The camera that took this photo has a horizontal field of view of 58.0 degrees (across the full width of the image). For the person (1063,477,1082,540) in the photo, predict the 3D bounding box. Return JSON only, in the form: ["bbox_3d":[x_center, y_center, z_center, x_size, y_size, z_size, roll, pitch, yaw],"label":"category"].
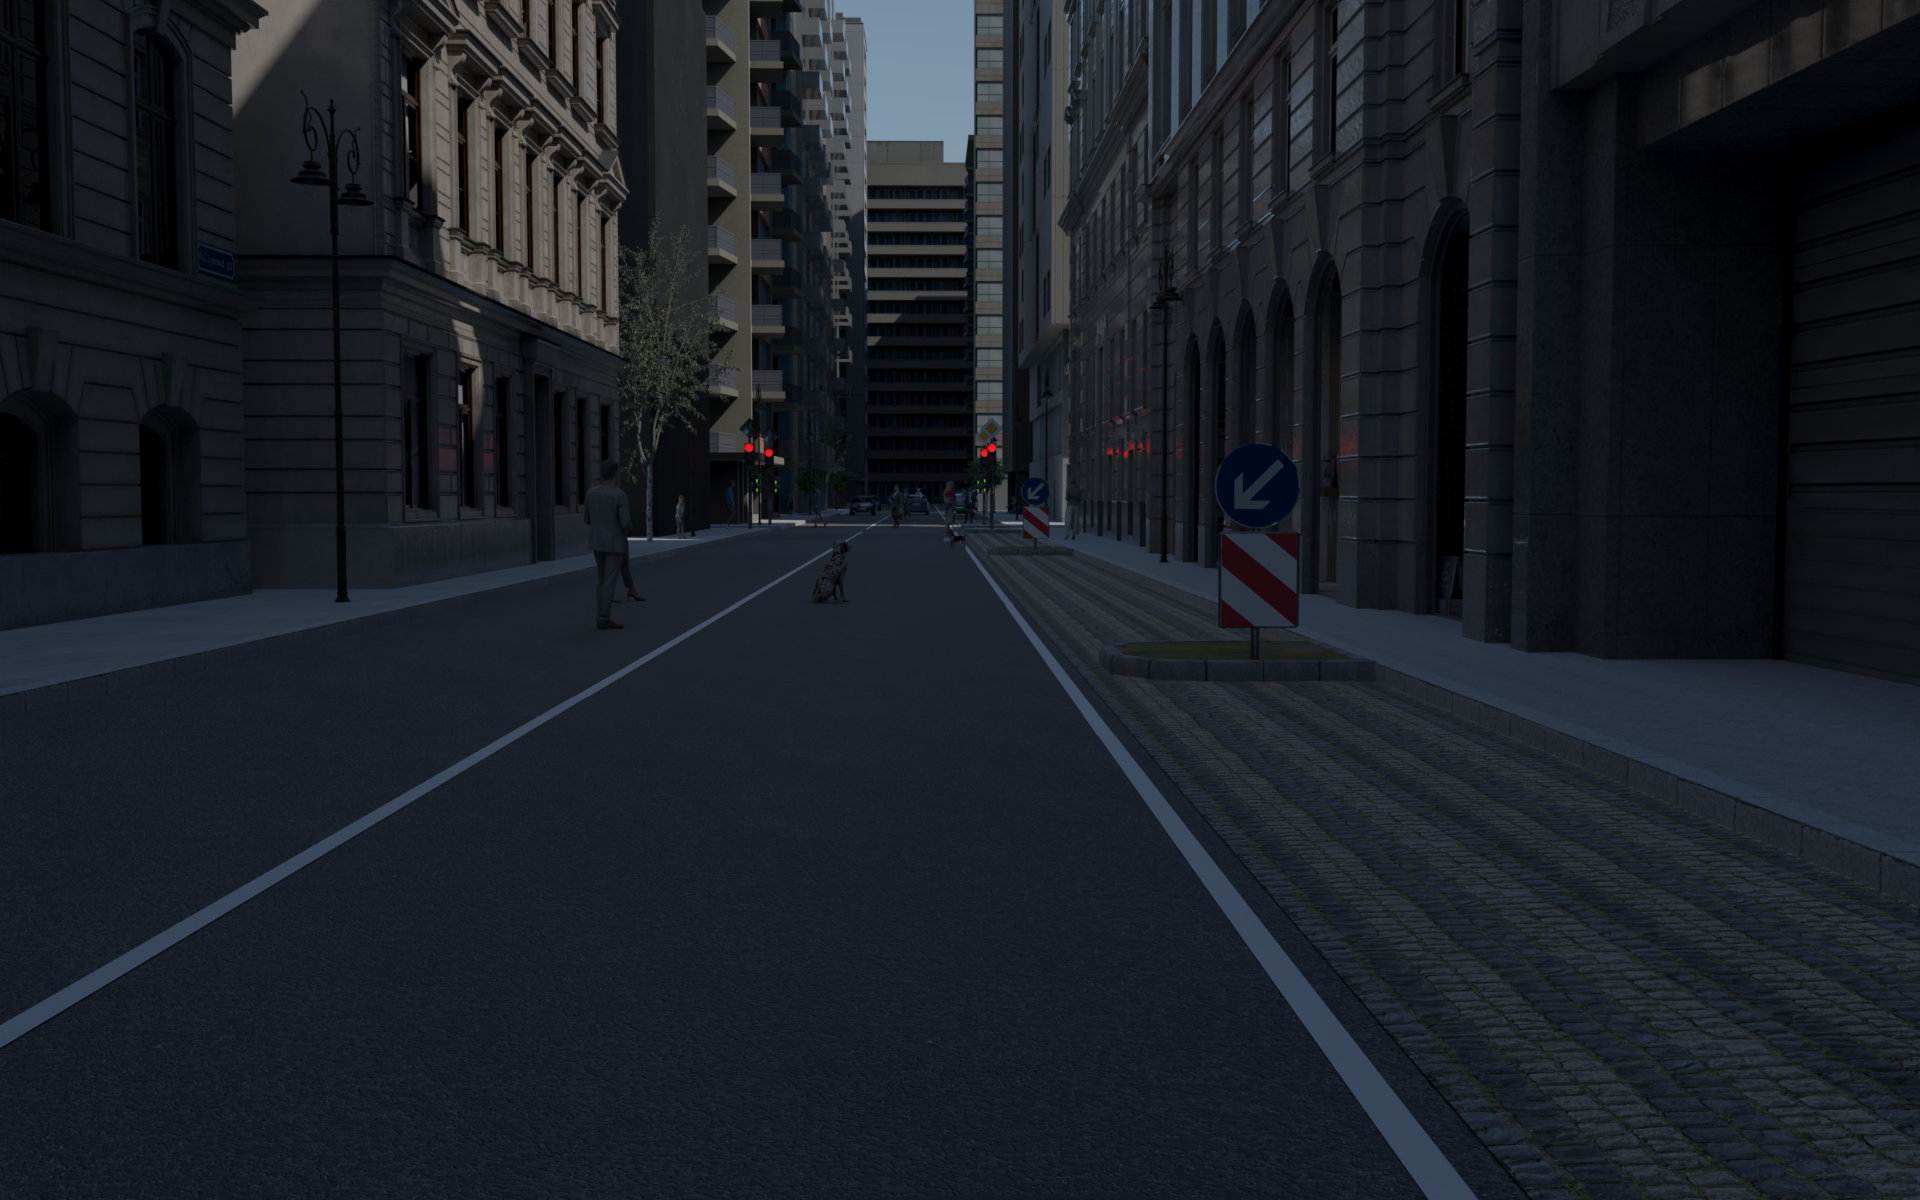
[{"bbox_3d":[3.165,-2.581,48.799,0.519,1.759,0.362,-1,4,-14],"label":"person"}]

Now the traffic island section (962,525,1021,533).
[{"bbox_3d":[1.189,-2.555,64.061,2.009,0.180,2.903,0,4,-1],"label":"traffic island section"}]

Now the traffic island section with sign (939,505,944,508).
[{"bbox_3d":[-0.950,-10.101,173.780,1.989,1.847,2.006,0,4,-1],"label":"traffic island section with sign"}]

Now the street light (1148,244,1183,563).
[{"bbox_3d":[3.822,-3.639,32.281,0.468,5.910,1.993,0,4,-1],"label":"street light"}]

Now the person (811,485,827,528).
[{"bbox_3d":[-6.007,-3.988,73.720,0.654,1.822,0.581,1,4,10],"label":"person"}]

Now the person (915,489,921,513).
[{"bbox_3d":[-3.216,-7.588,132.436,0.514,1.842,0.818,-2,4,-34],"label":"person"}]

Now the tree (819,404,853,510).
[{"bbox_3d":[-10.868,-11.683,141.385,4.360,8.622,3.978,0,3,0],"label":"tree"}]

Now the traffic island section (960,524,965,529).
[{"bbox_3d":[1.033,-3.044,72.045,2.009,0.180,2.903,0,4,-1],"label":"traffic island section"}]

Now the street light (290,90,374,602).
[{"bbox_3d":[-7.338,-2.912,20.404,0.468,5.910,1.993,0,4,-1],"label":"street light"}]

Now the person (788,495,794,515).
[{"bbox_3d":[-10.137,-5.692,103.781,0.362,1.253,0.373,1,4,23],"label":"person"}]

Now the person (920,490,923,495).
[{"bbox_3d":[-3.253,-8.377,145.716,0.529,1.795,0.600,0,4,-6],"label":"person"}]

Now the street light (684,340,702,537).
[{"bbox_3d":[-8.049,-4.848,52.048,0.468,5.910,1.993,0,4,-1],"label":"street light"}]

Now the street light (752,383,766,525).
[{"bbox_3d":[-8.346,-6.067,71.976,0.468,5.910,1.993,0,4,-1],"label":"street light"}]

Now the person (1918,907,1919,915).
[{"bbox_3d":[2.252,0.605,3.629,0.505,1.210,0.382,-2,4,-29],"label":"person"}]

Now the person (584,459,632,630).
[{"bbox_3d":[-3.694,-0.599,18.488,0.606,1.804,0.583,2,4,24],"label":"person"}]

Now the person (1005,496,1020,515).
[{"bbox_3d":[3.287,-5.676,104.349,1.012,1.151,0.738,3,5,43],"label":"person"}]

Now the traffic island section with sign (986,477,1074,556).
[{"bbox_3d":[1.640,-1.984,41.059,1.989,1.847,2.006,0,4,-1],"label":"traffic island section with sign"}]

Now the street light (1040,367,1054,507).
[{"bbox_3d":[3.160,-5.532,63.239,0.468,5.910,1.993,0,4,-1],"label":"street light"}]

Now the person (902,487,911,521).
[{"bbox_3d":[-2.924,-5.172,93.336,0.520,1.790,0.573,0,4,-4],"label":"person"}]

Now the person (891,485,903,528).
[{"bbox_3d":[-2.647,-3.929,72.705,0.622,1.834,0.822,2,4,33],"label":"person"}]

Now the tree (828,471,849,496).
[{"bbox_3d":[-10.084,-9.228,145.479,1.663,3.219,1.824,0,3,0],"label":"tree"}]

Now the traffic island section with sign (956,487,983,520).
[{"bbox_3d":[0.555,-5.411,97.100,1.989,1.847,2.006,0,4,-1],"label":"traffic island section with sign"}]

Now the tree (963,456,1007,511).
[{"bbox_3d":[1.923,-8.876,128.839,4.285,4.588,4.351,0,3,0],"label":"tree"}]

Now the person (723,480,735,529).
[{"bbox_3d":[-8.378,-3.450,62.788,0.444,1.785,0.601,-1,4,-13],"label":"person"}]

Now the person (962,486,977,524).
[{"bbox_3d":[0.468,-4.561,83.261,0.721,1.800,0.419,1,4,17],"label":"person"}]

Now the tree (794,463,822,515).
[{"bbox_3d":[-9.284,-6.814,106.012,1.663,3.219,1.824,0,3,0],"label":"tree"}]

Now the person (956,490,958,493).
[{"bbox_3d":[-0.235,-8.057,140.980,0.466,1.731,0.760,0,4,1],"label":"person"}]

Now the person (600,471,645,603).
[{"bbox_3d":[-4.472,-0.867,22.944,0.573,1.790,0.520,-1,4,-9],"label":"person"}]

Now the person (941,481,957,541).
[{"bbox_3d":[-0.318,-2.706,52.711,0.573,1.828,0.580,-2,4,-29],"label":"person"}]

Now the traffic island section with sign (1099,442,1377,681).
[{"bbox_3d":[2.171,-0.335,14.109,1.989,1.847,2.006,0,4,-1],"label":"traffic island section with sign"}]

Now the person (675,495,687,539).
[{"bbox_3d":[-8.021,-2.393,49.850,0.332,1.250,0.352,-3,4,-36],"label":"person"}]

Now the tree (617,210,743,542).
[{"bbox_3d":[-8.133,-5.850,46.011,4.360,8.622,3.978,0,3,0],"label":"tree"}]
